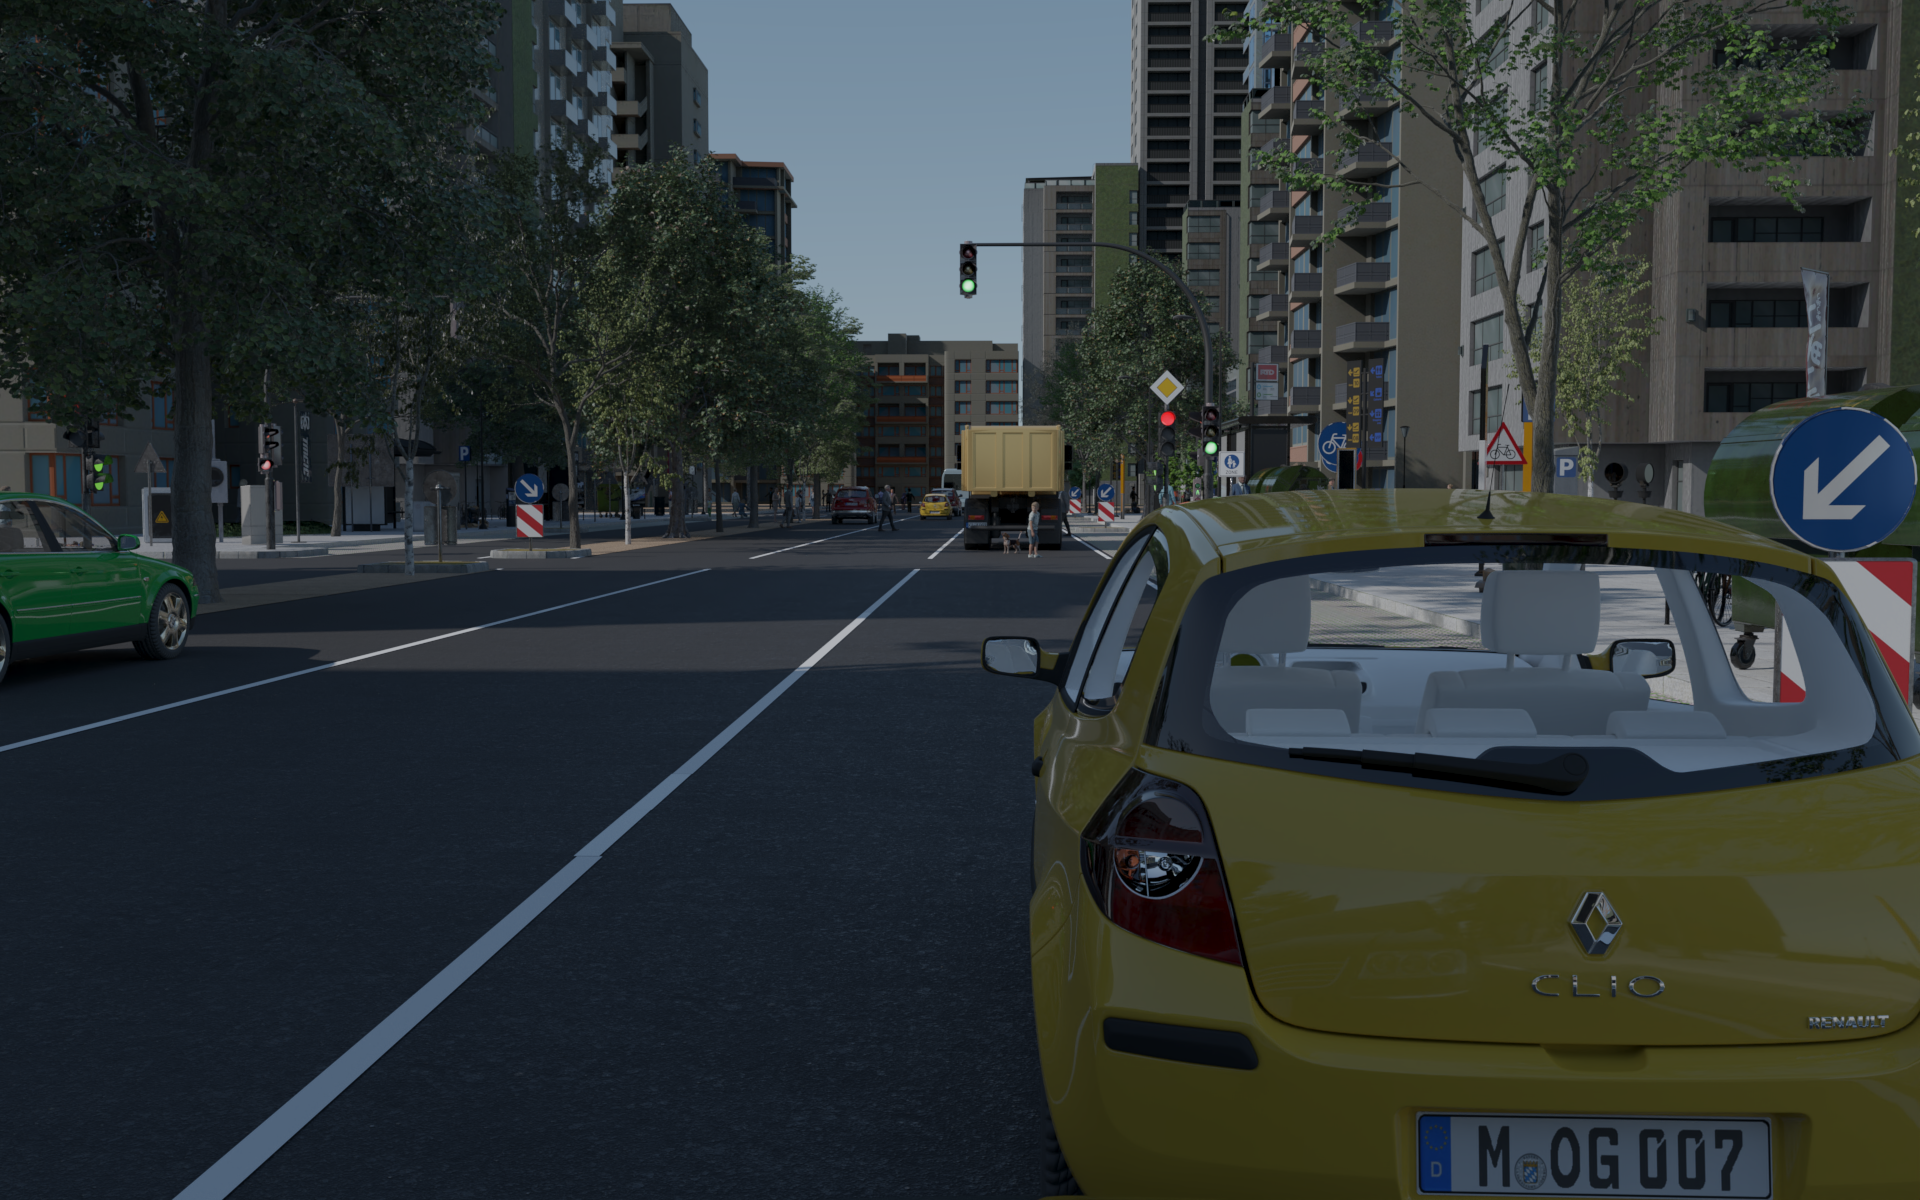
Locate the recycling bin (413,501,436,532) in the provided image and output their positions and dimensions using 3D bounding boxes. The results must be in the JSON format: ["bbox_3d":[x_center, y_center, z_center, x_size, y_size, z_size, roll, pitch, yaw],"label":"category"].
[{"bbox_3d":[-18.341,-2.860,59.321,0.722,1.027,0.722,-1,4,-12],"label":"recycling bin"}]

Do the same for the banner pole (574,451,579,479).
[{"bbox_3d":[-19.678,-6.012,88.321,0.401,3.779,0.863,2,4,26],"label":"banner pole"}]

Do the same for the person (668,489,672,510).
[{"bbox_3d":[-23.922,-8.309,142.825,0.436,1.711,0.756,0,4,-1],"label":"person"}]

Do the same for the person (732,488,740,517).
[{"bbox_3d":[-13.802,-5.968,106.298,0.478,1.798,0.641,2,4,34],"label":"person"}]

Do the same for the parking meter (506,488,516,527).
[{"bbox_3d":[-17.535,-3.623,67.645,0.372,1.533,0.369,0,3,0],"label":"parking meter"}]

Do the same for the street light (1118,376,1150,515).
[{"bbox_3d":[6.913,-5.850,68.195,1.470,5.913,1.316,0,4,1],"label":"street light"}]

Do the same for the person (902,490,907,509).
[{"bbox_3d":[-5.189,-9.350,161.829,0.683,1.767,0.568,1,4,20],"label":"person"}]

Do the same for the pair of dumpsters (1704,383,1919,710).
[{"bbox_3d":[6.212,-0.495,10.580,1.574,2.255,4.437,0,4,1],"label":"pair of dumpsters"}]

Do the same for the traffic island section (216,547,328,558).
[{"bbox_3d":[-15.926,-1.083,39.992,2.009,0.180,2.903,0,4,1],"label":"traffic island section"}]

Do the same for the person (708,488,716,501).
[{"bbox_3d":[-21.994,-8.933,152.094,1.348,1.824,0.705,0,4,-3],"label":"person"}]

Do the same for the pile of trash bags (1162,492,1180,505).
[{"bbox_3d":[8.934,-3.200,62.080,3.447,1.369,1.912,1,4,20],"label":"pile of trash bags"}]

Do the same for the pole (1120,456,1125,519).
[{"bbox_3d":[8.225,-5.731,87.550,0.158,3.312,0.155,0,3,0],"label":"pole"}]

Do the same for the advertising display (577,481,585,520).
[{"bbox_3d":[-18.789,-4.843,84.399,0.974,1.923,0.123,-1,4,-22],"label":"advertising display"}]

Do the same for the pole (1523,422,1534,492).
[{"bbox_3d":[10.480,-2.331,31.958,0.158,3.312,0.155,0,3,0],"label":"pole"}]

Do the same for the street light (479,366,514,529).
[{"bbox_3d":[-16.793,-5.518,62.759,1.470,5.913,1.316,0,4,1],"label":"street light"}]

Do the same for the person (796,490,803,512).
[{"bbox_3d":[-12.486,-7.722,135.555,0.445,1.727,0.742,2,4,24],"label":"person"}]

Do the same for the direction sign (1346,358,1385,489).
[{"bbox_3d":[6.837,-2.281,29.299,0.379,3.537,0.876,-2,4,-29],"label":"direction sign"}]

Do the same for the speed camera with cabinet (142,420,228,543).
[{"bbox_3d":[-20.405,-3.136,45.603,2.038,3.252,0.660,-1,4,-21],"label":"speed camera with cabinet"}]

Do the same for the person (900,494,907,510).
[{"bbox_3d":[-5.080,-8.897,157.191,0.697,1.427,0.421,3,5,40],"label":"person"}]

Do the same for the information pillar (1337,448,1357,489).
[{"bbox_3d":[6.198,-1.426,27.802,0.304,2.012,0.304,1,4,15],"label":"information pillar"}]

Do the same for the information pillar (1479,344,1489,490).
[{"bbox_3d":[8.128,-2.175,26.919,0.183,3.616,0.504,1,4,20],"label":"information pillar"}]

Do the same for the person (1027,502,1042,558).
[{"bbox_3d":[1.688,-1.582,39.058,0.332,1.250,0.352,-1,4,-20],"label":"person"}]

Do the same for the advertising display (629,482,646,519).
[{"bbox_3d":[-16.576,-5.104,88.665,0.974,1.923,0.123,0,4,-6],"label":"advertising display"}]

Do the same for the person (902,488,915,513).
[{"bbox_3d":[-3.788,-7.379,128.770,1.348,1.869,0.705,-3,5,-44],"label":"person"}]

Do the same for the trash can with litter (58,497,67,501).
[{"bbox_3d":[-21.826,-1.903,42.171,2.233,1.210,1.678,2,4,31],"label":"trash can with litter"}]

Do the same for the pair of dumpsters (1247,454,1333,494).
[{"bbox_3d":[8.299,-2.526,43.800,1.574,2.255,4.437,0,4,1],"label":"pair of dumpsters"}]

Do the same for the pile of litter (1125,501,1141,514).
[{"bbox_3d":[11.171,-6.083,113.423,1.719,0.858,1.176,-3,5,-41],"label":"pile of litter"}]

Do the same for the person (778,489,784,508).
[{"bbox_3d":[-16.249,-9.187,156.977,0.721,1.735,1.217,1,4,18],"label":"person"}]

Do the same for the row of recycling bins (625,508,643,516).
[{"bbox_3d":[-19.151,-5.797,101.888,1.069,1.692,3.534,0,4,-7],"label":"row of recycling bins"}]

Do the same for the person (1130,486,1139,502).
[{"bbox_3d":[13.460,-7.853,134.067,0.705,1.869,1.348,3,4,36],"label":"person"}]

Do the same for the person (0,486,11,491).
[{"bbox_3d":[-19.956,-1.586,36.237,0.330,1.601,0.589,-1,4,-22],"label":"person"}]

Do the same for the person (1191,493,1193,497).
[{"bbox_3d":[18.231,-7.925,135.631,0.705,1.823,1.348,1,4,9],"label":"person"}]

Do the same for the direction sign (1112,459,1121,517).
[{"bbox_3d":[8.681,-6.354,95.882,0.379,3.537,0.876,3,5,41],"label":"direction sign"}]

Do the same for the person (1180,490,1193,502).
[{"bbox_3d":[16.318,-7.158,123.865,1.217,1.735,0.721,-1,4,-16],"label":"person"}]

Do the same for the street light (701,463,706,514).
[{"bbox_3d":[-15.606,-8.332,108.775,1.470,5.913,1.316,0,4,1],"label":"street light"}]

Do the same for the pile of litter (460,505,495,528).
[{"bbox_3d":[-18.506,-3.191,66.137,1.719,0.858,1.176,-1,4,-9],"label":"pile of litter"}]

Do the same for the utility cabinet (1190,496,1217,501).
[{"bbox_3d":[7.080,-2.373,49.967,0.306,1.237,1.020,-2,4,-33],"label":"utility cabinet"}]

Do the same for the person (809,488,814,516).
[{"bbox_3d":[-9.619,-6.448,113.954,0.581,1.822,0.654,2,4,32],"label":"person"}]

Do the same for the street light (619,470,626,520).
[{"bbox_3d":[-16.147,-6.910,85.526,1.470,5.913,1.316,0,4,1],"label":"street light"}]

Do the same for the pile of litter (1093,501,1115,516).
[{"bbox_3d":[8.590,-5.416,102.521,1.176,0.858,1.719,-2,4,-33],"label":"pile of litter"}]

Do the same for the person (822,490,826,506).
[{"bbox_3d":[-14.102,-10.586,179.846,0.721,1.735,1.217,0,4,5],"label":"person"}]

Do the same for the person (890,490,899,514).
[{"bbox_3d":[-4.785,-6.943,122.577,0.990,1.755,0.434,1,4,14],"label":"person"}]

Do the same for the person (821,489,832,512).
[{"bbox_3d":[-10.648,-8.041,140.108,1.348,1.807,0.705,1,4,21],"label":"person"}]

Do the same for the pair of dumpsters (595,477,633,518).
[{"bbox_3d":[-18.740,-5.630,94.543,1.574,2.255,4.437,0,4,2],"label":"pair of dumpsters"}]

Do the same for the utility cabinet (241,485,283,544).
[{"bbox_3d":[-17.709,-2.156,43.925,0.318,1.500,1.173,1,4,18],"label":"utility cabinet"}]

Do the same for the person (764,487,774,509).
[{"bbox_3d":[-16.122,-8.692,147.794,1.348,1.869,0.705,2,4,31],"label":"person"}]

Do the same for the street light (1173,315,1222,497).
[{"bbox_3d":[6.221,-4.436,45.071,1.470,5.913,1.316,0,4,1],"label":"street light"}]

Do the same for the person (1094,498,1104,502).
[{"bbox_3d":[11.298,-8.060,137.831,1.348,1.822,0.705,3,4,37],"label":"person"}]

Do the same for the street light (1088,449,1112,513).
[{"bbox_3d":[7.387,-7.243,90.967,1.470,5.913,1.316,0,4,1],"label":"street light"}]

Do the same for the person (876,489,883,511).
[{"bbox_3d":[-6.856,-8.593,148.868,0.709,1.838,0.599,-1,4,-21],"label":"person"}]

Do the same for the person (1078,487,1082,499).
[{"bbox_3d":[9.144,-7.817,133.945,0.705,1.812,1.348,2,4,35],"label":"person"}]
